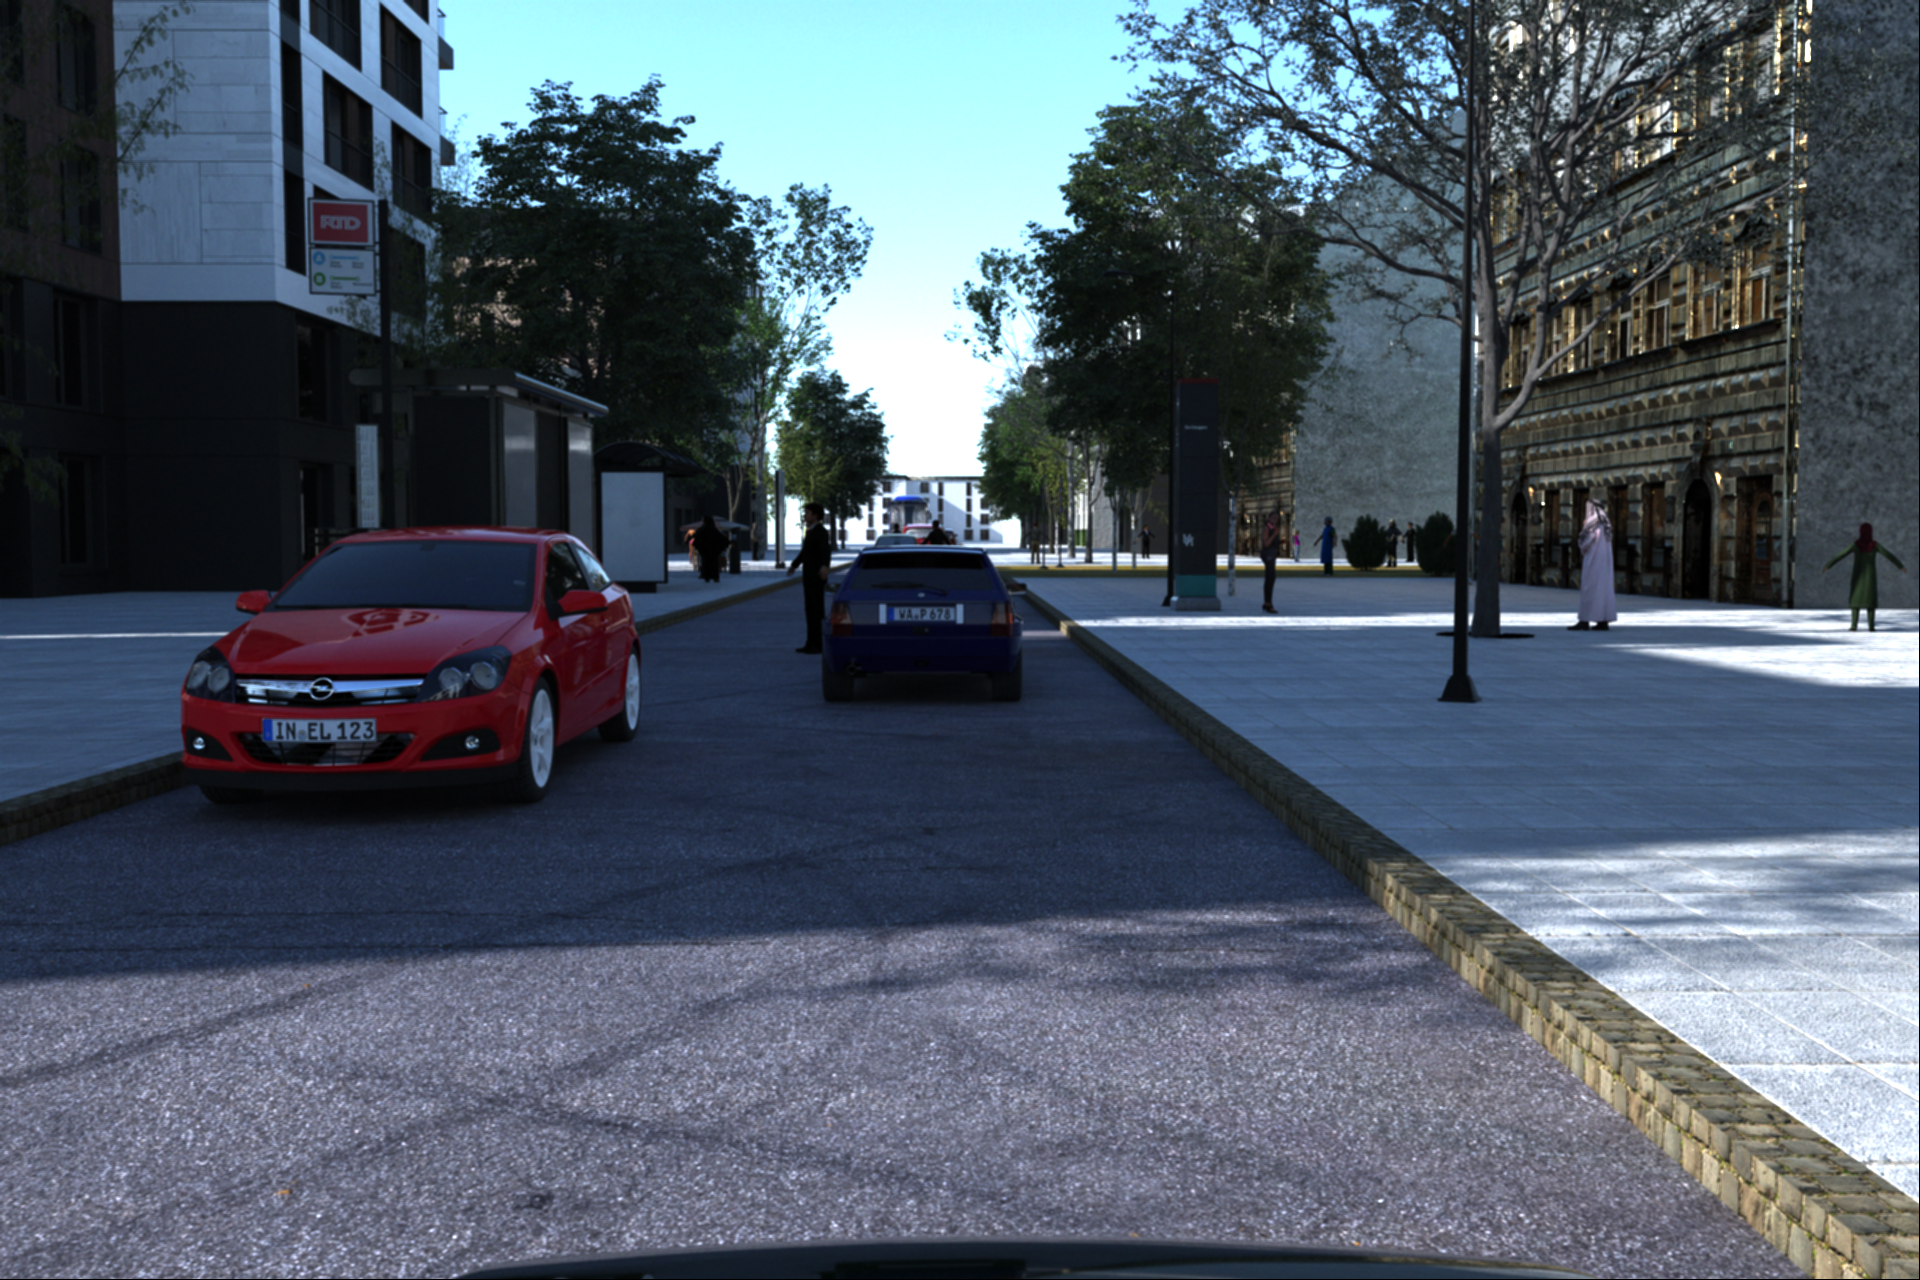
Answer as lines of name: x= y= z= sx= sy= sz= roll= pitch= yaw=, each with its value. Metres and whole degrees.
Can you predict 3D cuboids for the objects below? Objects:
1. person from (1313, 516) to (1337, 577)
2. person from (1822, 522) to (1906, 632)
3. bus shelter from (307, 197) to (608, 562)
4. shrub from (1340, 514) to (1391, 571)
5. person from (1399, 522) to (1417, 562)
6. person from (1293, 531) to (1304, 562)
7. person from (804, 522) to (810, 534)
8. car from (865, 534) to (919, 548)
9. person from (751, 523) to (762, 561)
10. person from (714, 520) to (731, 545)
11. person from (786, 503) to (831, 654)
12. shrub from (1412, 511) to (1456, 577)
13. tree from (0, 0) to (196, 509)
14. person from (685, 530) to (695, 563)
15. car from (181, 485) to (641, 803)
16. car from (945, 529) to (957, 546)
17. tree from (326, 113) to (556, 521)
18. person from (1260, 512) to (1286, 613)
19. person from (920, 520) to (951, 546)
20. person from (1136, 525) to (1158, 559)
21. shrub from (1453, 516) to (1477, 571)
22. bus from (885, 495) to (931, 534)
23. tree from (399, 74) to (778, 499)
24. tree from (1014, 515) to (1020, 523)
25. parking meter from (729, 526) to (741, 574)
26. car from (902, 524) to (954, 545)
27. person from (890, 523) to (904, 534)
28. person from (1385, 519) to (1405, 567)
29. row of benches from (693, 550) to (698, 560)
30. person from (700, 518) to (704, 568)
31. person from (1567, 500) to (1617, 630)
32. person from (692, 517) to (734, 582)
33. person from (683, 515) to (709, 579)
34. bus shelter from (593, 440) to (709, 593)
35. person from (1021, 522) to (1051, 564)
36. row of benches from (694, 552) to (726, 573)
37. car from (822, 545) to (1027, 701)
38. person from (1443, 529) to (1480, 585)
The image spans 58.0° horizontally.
person: x=11.104 y=-2.830 z=52.400 sx=0.704 sy=1.817 sz=1.347 roll=-1 pitch=4 yaw=-16
person: x=11.945 y=-0.836 z=22.885 sx=0.989 sy=1.438 sz=0.599 roll=2 pitch=4 yaw=23
bus shelter: x=-6.705 y=-2.803 z=23.464 sx=2.179 sy=5.291 sz=8.768 roll=0 pitch=4 yaw=0
shrub: x=14.144 y=-3.418 z=60.308 sx=1.690 sy=2.028 sz=1.600 roll=0 pitch=3 yaw=0
person: x=20.651 y=-4.499 z=79.498 sx=0.705 sy=1.837 sz=1.347 roll=-1 pitch=4 yaw=-22
person: x=15.567 y=-4.305 z=79.649 sx=0.599 sy=1.433 sz=0.991 roll=-1 pitch=4 yaw=-15
person: x=-5.347 y=-3.390 z=61.898 sx=0.721 sy=1.772 sz=1.216 roll=0 pitch=4 yaw=-7
car: x=-2.062 y=-2.840 z=56.660 sx=2.015 sy=1.641 sz=3.980 roll=0 pitch=3 yaw=0
person: x=-9.701 y=-4.658 z=82.292 sx=0.705 sy=1.813 sz=1.348 roll=1 pitch=4 yaw=10
person: x=-8.855 y=-3.430 z=61.937 sx=1.347 sy=1.847 sz=0.705 roll=-1 pitch=4 yaw=-16
person: x=-1.779 y=-0.746 z=20.838 sx=0.705 sy=1.806 sz=1.347 roll=-2 pitch=4 yaw=-23
shrub: x=14.477 y=-2.928 z=52.296 sx=1.690 sy=2.028 sz=1.600 roll=0 pitch=3 yaw=0
tree: x=-9.736 y=-3.973 z=15.318 sx=4.360 sy=8.622 sz=3.978 roll=0 pitch=3 yaw=0
person: x=-11.582 y=-4.201 z=75.496 sx=1.217 sy=1.733 sz=0.721 roll=3 pitch=5 yaw=39
car: x=-3.131 y=-0.093 z=10.560 sx=2.155 sy=1.783 sz=4.494 roll=0 pitch=4 yaw=-1
car: x=-1.315 y=-7.572 z=132.478 sx=2.281 sy=1.827 sz=5.304 roll=0 pitch=4 yaw=-2
tree: x=-9.423 y=-4.907 z=30.599 sx=4.360 sy=8.622 sz=3.978 roll=0 pitch=3 yaw=0
person: x=5.108 y=-1.265 z=28.195 sx=0.415 sy=1.643 sz=0.593 roll=-1 pitch=4 yaw=-19
person: x=-0.653 y=-2.266 z=45.738 sx=1.346 sy=1.802 sz=0.704 roll=-3 pitch=5 yaw=-43
person: x=9.620 y=-5.045 z=89.204 sx=1.216 sy=1.740 sz=0.721 roll=-1 pitch=4 yaw=-22
shrub: x=17.773 y=-3.426 z=60.056 sx=1.661 sy=2.075 sz=1.752 roll=0 pitch=3 yaw=0
bus: x=-3.269 y=-7.498 z=114.137 sx=2.896 sy=3.916 sz=12.251 roll=0 pitch=4 yaw=0
tree: x=-9.873 y=-8.609 z=47.407 sx=9.857 sy=13.997 sz=8.962 roll=0 pitch=3 yaw=0
tree: x=9.934 y=-18.261 z=248.922 sx=4.360 sy=8.622 sz=3.978 roll=0 pitch=3 yaw=0
parking meter: x=-7.262 y=-2.900 z=55.827 sx=0.372 sy=1.533 sz=0.369 roll=0 pitch=3 yaw=0
car: x=-1.343 y=-3.446 z=65.022 sx=2.281 sy=1.827 sz=5.304 roll=0 pitch=4 yaw=-1
person: x=-2.251 y=-3.220 z=61.241 sx=1.346 sy=1.812 sz=0.704 roll=-1 pitch=4 yaw=-16
person: x=16.640 y=-3.730 z=66.761 sx=0.705 sy=1.856 sz=1.354 roll=-3 pitch=4 yaw=-36
row of benches: x=-10.336 y=-3.314 z=69.654 sx=1.422 sy=0.672 sz=4.104 roll=-1 pitch=4 yaw=-11
person: x=-7.739 y=-2.871 z=52.903 sx=1.349 sy=1.833 sz=0.705 roll=3 pitch=5 yaw=42
person: x=8.464 y=-1.004 z=23.120 sx=0.621 sy=1.740 sz=0.551 roll=2 pitch=4 yaw=25
person: x=-6.595 y=-2.407 z=46.145 sx=1.214 sy=1.737 sz=0.721 roll=1 pitch=4 yaw=17
person: x=-7.322 y=-2.682 z=49.919 sx=1.348 sy=1.821 sz=0.705 roll=-2 pitch=4 yaw=-30
bus shelter: x=-7.177 y=-2.824 z=40.097 sx=2.014 sy=3.302 sz=5.546 roll=0 pitch=4 yaw=-1
person: x=3.260 y=-4.178 z=74.580 sx=1.348 sy=1.796 sz=0.705 roll=1 pitch=4 yaw=12
row of benches: x=-8.536 y=-2.668 z=59.078 sx=1.422 sy=0.672 sz=4.104 roll=-1 pitch=4 yaw=-15
car: x=-0.328 y=-0.221 z=16.188 sx=1.945 sy=1.354 sz=3.894 roll=0 pitch=4 yaw=0
person: x=12.739 y=-2.259 z=43.710 sx=1.217 sy=1.739 sz=0.721 roll=3 pitch=5 yaw=43
